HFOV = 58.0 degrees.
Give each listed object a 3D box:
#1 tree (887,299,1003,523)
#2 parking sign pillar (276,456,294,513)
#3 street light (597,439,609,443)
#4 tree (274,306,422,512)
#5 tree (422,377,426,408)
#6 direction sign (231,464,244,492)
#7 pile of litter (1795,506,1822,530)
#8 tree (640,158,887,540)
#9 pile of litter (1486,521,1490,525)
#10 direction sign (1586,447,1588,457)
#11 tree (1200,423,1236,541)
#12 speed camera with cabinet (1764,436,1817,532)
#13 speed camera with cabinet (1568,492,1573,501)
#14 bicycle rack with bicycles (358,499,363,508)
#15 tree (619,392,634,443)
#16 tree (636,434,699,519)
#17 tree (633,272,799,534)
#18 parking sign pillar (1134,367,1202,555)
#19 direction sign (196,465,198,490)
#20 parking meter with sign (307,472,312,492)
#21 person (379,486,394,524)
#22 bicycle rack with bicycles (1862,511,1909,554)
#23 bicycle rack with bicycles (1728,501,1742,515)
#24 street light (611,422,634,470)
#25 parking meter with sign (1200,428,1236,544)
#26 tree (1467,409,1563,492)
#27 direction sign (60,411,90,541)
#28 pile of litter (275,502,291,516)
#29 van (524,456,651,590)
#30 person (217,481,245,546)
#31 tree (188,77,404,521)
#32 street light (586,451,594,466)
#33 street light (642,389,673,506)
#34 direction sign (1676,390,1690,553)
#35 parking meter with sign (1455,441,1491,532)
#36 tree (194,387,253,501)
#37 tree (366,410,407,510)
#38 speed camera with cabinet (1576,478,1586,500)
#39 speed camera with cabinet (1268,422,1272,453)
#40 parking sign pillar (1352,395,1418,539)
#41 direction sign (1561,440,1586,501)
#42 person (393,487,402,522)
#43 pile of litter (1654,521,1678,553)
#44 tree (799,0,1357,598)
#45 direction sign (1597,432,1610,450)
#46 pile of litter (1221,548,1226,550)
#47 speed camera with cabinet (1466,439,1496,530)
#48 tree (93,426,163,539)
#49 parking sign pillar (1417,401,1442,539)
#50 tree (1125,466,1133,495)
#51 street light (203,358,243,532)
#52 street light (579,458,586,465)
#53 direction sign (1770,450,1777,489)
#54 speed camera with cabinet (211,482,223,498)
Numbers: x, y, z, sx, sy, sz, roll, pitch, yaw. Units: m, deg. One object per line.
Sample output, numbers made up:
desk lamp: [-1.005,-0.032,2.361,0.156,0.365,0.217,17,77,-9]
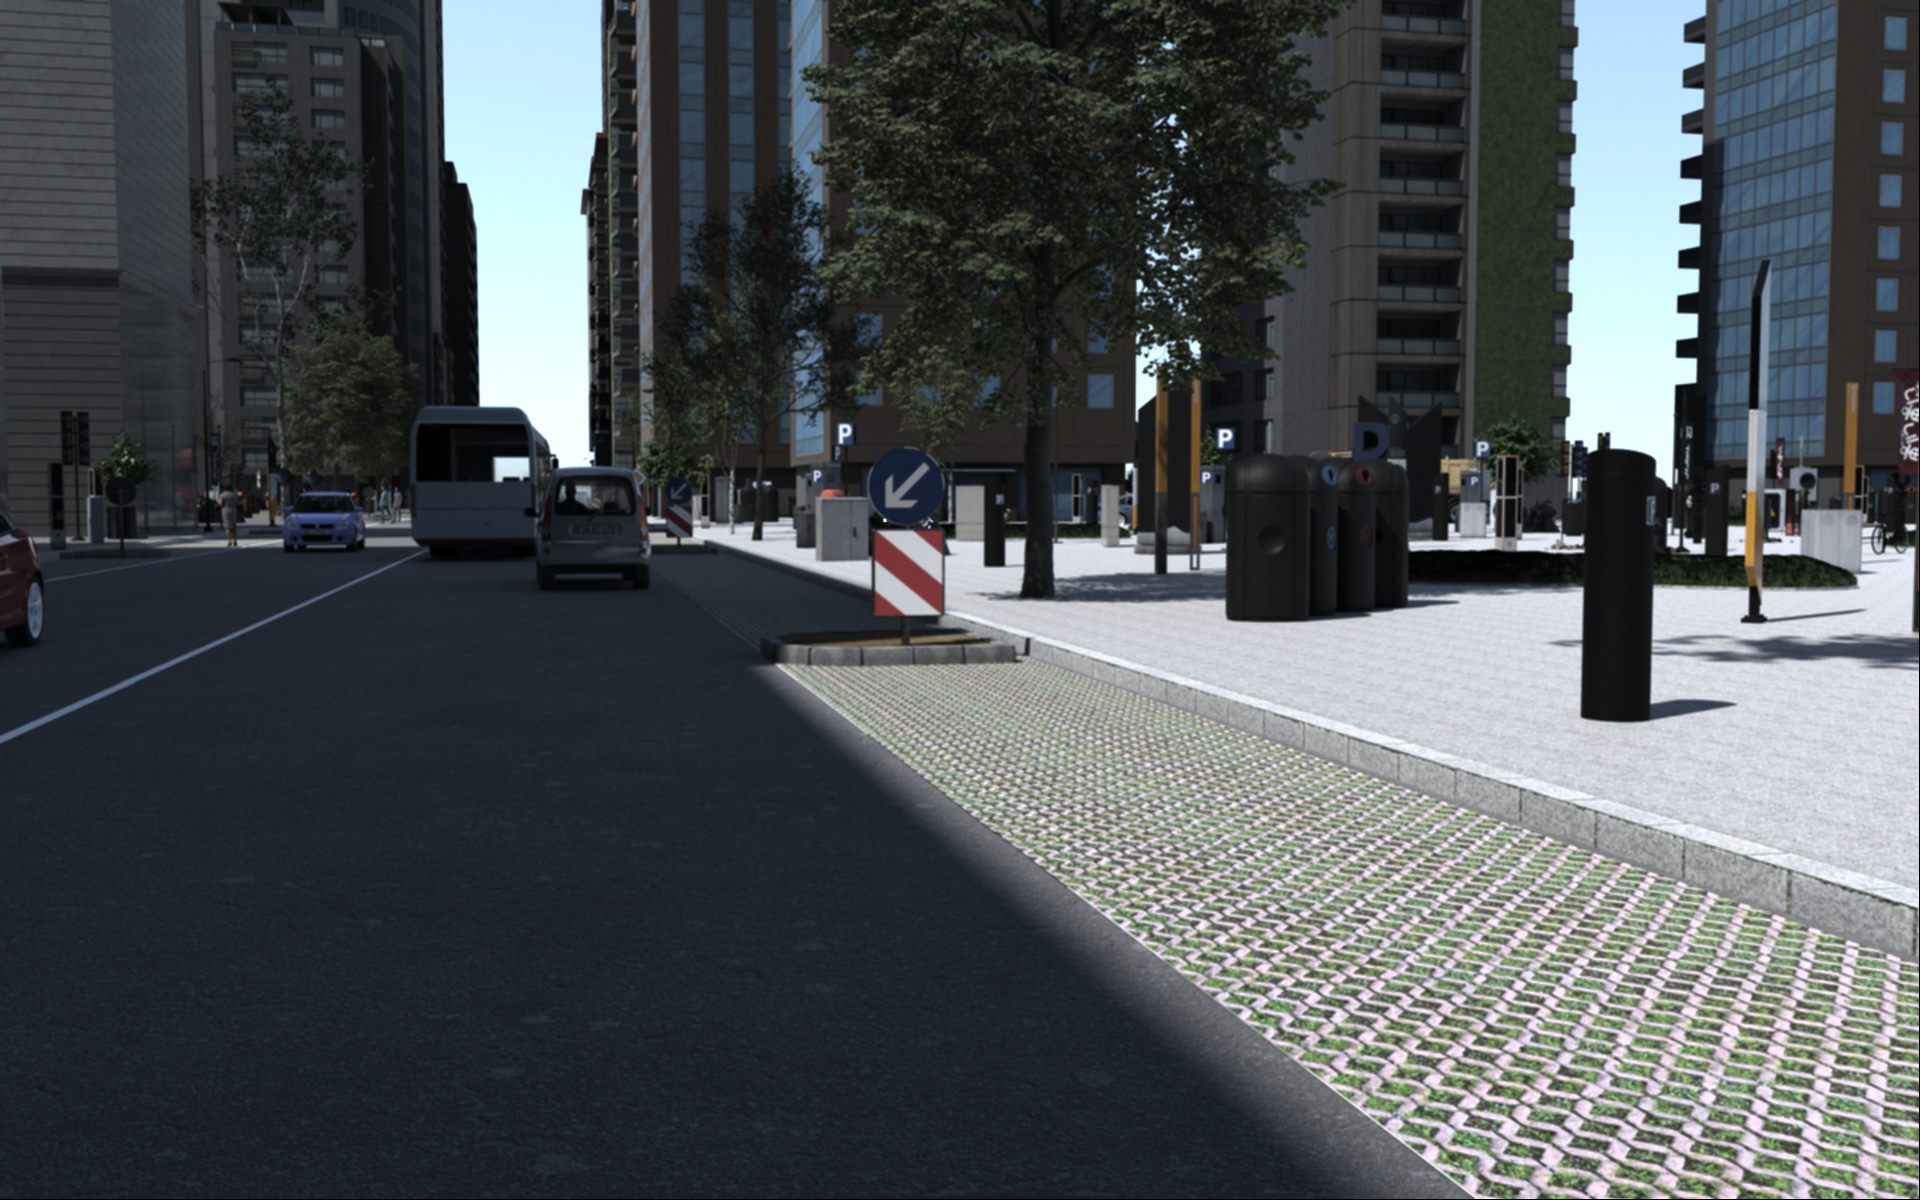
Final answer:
tree: [-0.587,-6.908,63.314,4.737,8.622,4.395,0,3,0]
parking sign pillar: [-47.072,-8.071,120.430,1.447,3.967,1.447,-2,4,-27]
street light: [-31.208,-11.009,152.539,1.470,5.913,1.316,-1,4,-13]
tree: [-37.378,-11.421,104.868,7.486,12.596,7.792,0,3,0]
tree: [-41.361,-12.545,123.232,7.486,12.596,7.792,0,3,0]
direction sign: [-54.821,-8.527,131.410,0.876,3.537,0.379,-1,4,-20]
pile of litter: [30.153,-2.907,61.488,1.719,0.858,1.176,0,4,-6]
tree: [-5.270,-6.926,47.653,7.601,10.594,8.767,-1,4,-9]
pile of litter: [22.329,-3.474,70.771,1.719,0.858,1.176,3,4,39]
direction sign: [29.759,-5.582,83.265,0.876,3.537,0.379,-1,4,-15]
tree: [6.679,-3.226,47.354,1.663,3.219,1.824,0,3,0]
speed camera with cabinet: [28.026,-3.951,58.935,2.038,3.252,0.660,0,4,-2]
speed camera with cabinet: [43.014,-7.958,124.447,0.660,3.252,2.038,-2,4,-33]
bicycle rack with bicycles: [-46.635,-7.424,134.765,2.925,0.926,2.852,-2,4,-30]
tree: [-13.548,-8.134,83.359,4.737,8.622,4.395,0,3,0]
tree: [-14.950,-6.424,88.744,4.285,4.588,4.351,0,3,0]
tree: [-7.250,-6.411,55.184,4.737,8.622,4.395,0,3,0]
parking sign pillar: [4.468,-2.975,37.119,1.447,3.967,1.447,3,4,36]
direction sign: [-54.648,-8.076,124.044,0.379,3.537,0.876,-1,4,-21]
parking meter with sign: [-51.178,-8.546,135.995,0.543,3.016,1.738,0,4,-5]
person: [-27.461,-4.553,82.799,0.748,1.841,0.638,2,4,30]
bicycle rack with bicycles: [20.437,-1.422,36.633,2.852,0.926,2.925,3,5,45]
bicycle rack with bicycles: [39.777,-4.497,86.910,2.852,0.926,2.925,-1,4,-17]
street light: [-21.633,-8.512,111.712,1.470,5.913,1.316,-1,4,-13]
parking meter with sign: [6.550,-2.991,45.170,0.543,3.016,1.738,2,4,35]
tree: [21.389,-5.096,67.026,4.285,4.588,4.351,0,3,0]
direction sign: [-24.245,-3.397,47.530,0.379,3.537,0.876,1,4,22]
pile of litter: [-39.628,-5.373,101.820,1.719,0.858,1.176,2,4,31]
van: [-5.864,-1.249,27.430,2.013,2.044,4.112,-1,4,-14]
person: [-19.878,-2.347,47.230,0.532,1.782,0.716,3,5,43]
tree: [-32.766,-13.782,81.229,12.611,20.169,13.585,0,3,0]
street light: [-39.283,-13.123,187.100,1.470,5.913,1.316,-1,4,-13]
street light: [-13.372,-6.384,76.925,1.470,5.913,1.316,-1,4,-13]
direction sign: [15.855,-2.812,37.974,0.379,3.537,0.876,2,4,27]
parking meter with sign: [16.935,-3.742,57.446,0.543,3.016,1.738,0,4,-8]
tree: [-51.706,-10.397,120.359,4.360,8.622,3.978,0,3,0]
tree: [-45.866,-11.505,138.476,4.737,8.622,4.395,0,3,0]
speed camera with cabinet: [40.668,-7.247,112.824,0.660,3.252,2.038,2,4,31]
speed camera with cabinet: [9.158,-3.232,47.180,2.038,3.252,0.660,2,4,27]
parking sign pillar: [11.262,-3.568,46.805,1.447,3.967,1.447,-3,5,-45]
direction sign: [25.881,-4.973,73.305,0.876,3.537,0.379,1,4,18]
person: [-29.399,-5.007,90.470,0.635,1.810,0.391,1,4,21]
pile of litter: [13.165,-1.123,32.321,1.176,0.858,1.719,2,4,28]
tree: [1.273,-6.322,21.494,7.486,12.596,7.792,0,3,0]
direction sign: [23.671,-4.389,63.760,0.379,3.537,0.876,0,4,-7]
pile of litter: [6.864,-1.563,39.512,1.719,0.858,1.176,2,4,24]
speed camera with cabinet: [18.963,-4.106,61.465,0.660,3.252,2.038,-3,4,-36]
tree: [-23.995,-3.363,49.590,1.663,3.219,1.824,0,3,0]
parking sign pillar: [13.309,-3.778,50.242,1.447,3.967,1.447,-2,4,-27]
tree: [11.995,-7.662,119.868,1.663,3.219,1.824,0,3,0]
street light: [-25.144,-5.294,59.100,1.470,5.913,1.316,-1,4,-13]
street light: [-49.756,-15.837,231.482,1.470,5.913,1.316,-1,4,-13]
direction sign: [41.663,-5.911,88.636,0.876,3.537,0.379,-3,4,-39]
speed camera with cabinet: [-55.235,-8.222,128.759,0.660,3.252,2.038,-1,4,-14]
